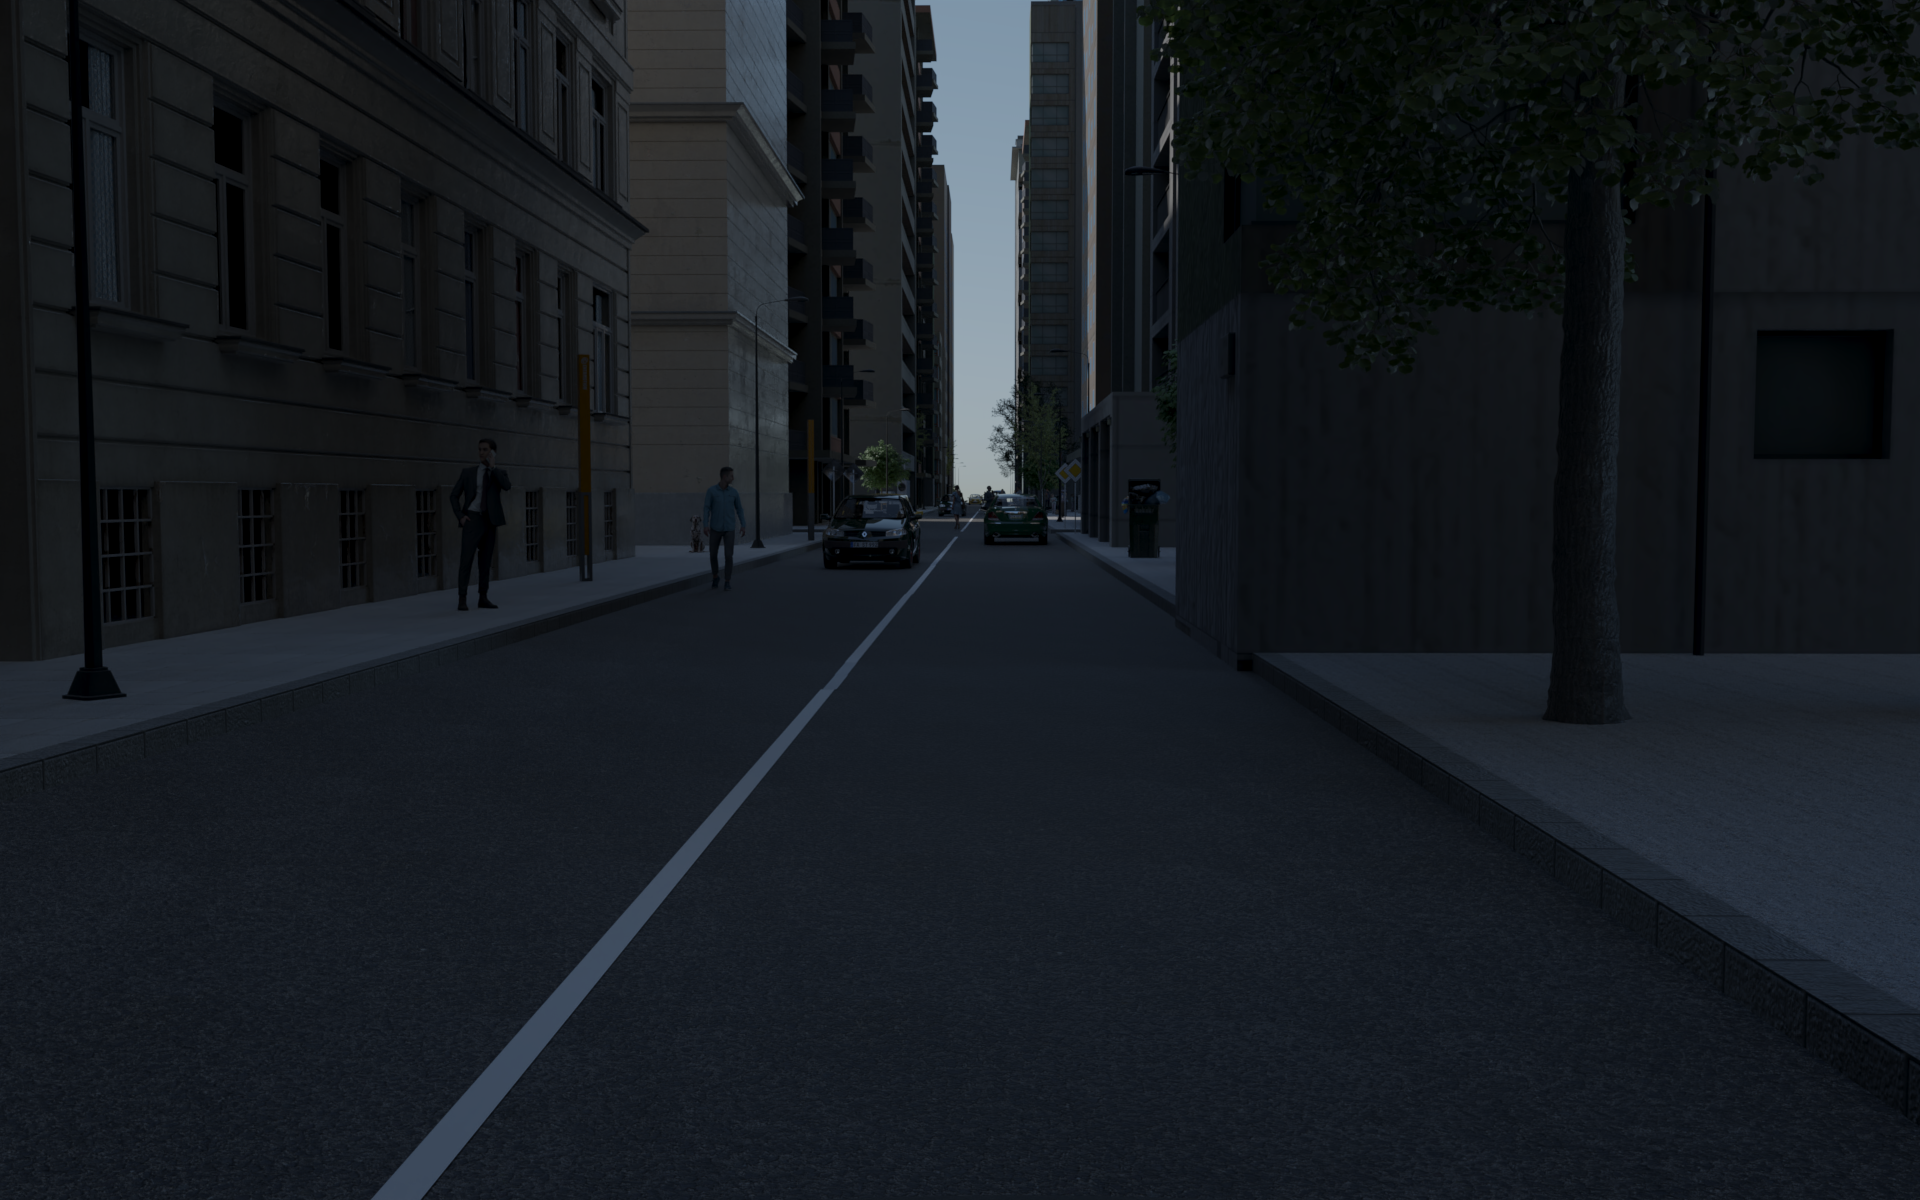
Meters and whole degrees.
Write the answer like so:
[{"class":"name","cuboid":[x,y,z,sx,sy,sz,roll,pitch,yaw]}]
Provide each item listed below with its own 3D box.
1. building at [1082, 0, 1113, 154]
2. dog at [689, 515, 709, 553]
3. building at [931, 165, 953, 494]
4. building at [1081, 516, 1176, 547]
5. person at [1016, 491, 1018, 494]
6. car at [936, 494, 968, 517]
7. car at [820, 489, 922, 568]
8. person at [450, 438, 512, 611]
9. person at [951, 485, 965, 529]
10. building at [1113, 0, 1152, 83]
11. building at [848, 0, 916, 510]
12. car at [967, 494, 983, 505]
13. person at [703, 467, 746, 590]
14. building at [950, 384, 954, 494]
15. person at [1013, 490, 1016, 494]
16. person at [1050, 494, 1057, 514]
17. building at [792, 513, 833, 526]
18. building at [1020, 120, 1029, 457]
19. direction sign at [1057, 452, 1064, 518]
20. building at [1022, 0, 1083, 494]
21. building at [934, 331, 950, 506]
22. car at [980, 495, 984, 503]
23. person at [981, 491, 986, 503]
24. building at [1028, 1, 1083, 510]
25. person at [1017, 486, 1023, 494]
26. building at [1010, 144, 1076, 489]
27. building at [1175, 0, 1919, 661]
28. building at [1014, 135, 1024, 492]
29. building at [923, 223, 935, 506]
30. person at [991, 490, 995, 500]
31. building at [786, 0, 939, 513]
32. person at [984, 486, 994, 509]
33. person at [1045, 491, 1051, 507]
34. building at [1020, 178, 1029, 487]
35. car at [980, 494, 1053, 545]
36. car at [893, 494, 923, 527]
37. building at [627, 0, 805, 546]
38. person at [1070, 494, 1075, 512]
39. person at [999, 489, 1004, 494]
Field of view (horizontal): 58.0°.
[{"class":"building","cuboid":[13.977,-27.199,94.820,14.600,45.320,14.200,0,4,1]},{"class":"dog","cuboid":[-5.689,-1.453,38.136,0.513,0.831,0.800,3,4,39]},{"class":"building","cuboid":[-8.753,-35.449,229.703,14.600,45.320,14.200,0,4,1]},{"class":"building","cuboid":[13.929,-37.035,43.768,20.563,71.187,20.611,0,4,1]},{"class":"person","cuboid":[7.514,-13.445,225.853,0.705,1.826,1.348,1,4,10]},{"class":"car","cuboid":[-0.482,-6.193,111.044,2.009,1.686,4.222,0,4,2]},{"class":"car","cuboid":[-1.729,-1.519,34.615,2.009,1.686,4.222,0,4,2]},{"class":"person","cuboid":[-5.325,-0.850,19.307,0.648,1.900,0.474,-2,4,-33]},{"class":"person","cuboid":[-0.068,-3.807,70.843,0.616,1.811,0.778,-1,4,-18]},{"class":"building","cuboid":[19.146,-25.574,72.754,28.867,44.769,22.147,0,4,1]},{"class":"building","cuboid":[-14.262,-30.523,122.759,21.300,48.544,21.600,0,4,1]},{"class":"car","cuboid":[1.976,-13.251,226.871,2.015,1.641,3.980,0,4,0]},{"class":"person","cuboid":[-3.533,-1.078,25.994,0.638,1.841,0.748,0,4,-6]},{"class":"building","cuboid":[-15.121,-25.809,267.014,27.650,21.520,28.899,0,4,1]},{"class":"person","cuboid":[6.886,-12.648,213.364,0.750,1.759,0.617,1,4,10]},{"class":"person","cuboid":[5.949,-6.079,109.716,0.425,1.301,0.394,0,4,-6]},{"class":"building","cuboid":[-15.528,-26.101,81.379,22.147,44.769,28.867,0,4,1]},{"class":"building","cuboid":[18.176,-33.371,200.240,22.147,44.769,28.867,0,4,1]},{"class":"direction sign","cuboid":[5.439,-6.205,93.454,0.379,3.537,0.876,1,4,9]},{"class":"building","cuboid":[17.578,-52.381,169.093,22.319,86.520,31.000,0,4,1]},{"class":"building","cuboid":[-15.687,-21.623,198.577,27.650,21.520,28.899,0,4,1]},{"class":"car","cuboid":[3.043,-16.682,285.333,1.945,1.354,3.894,0,4,0]},{"class":"person","cuboid":[3.758,-15.619,263.832,1.348,1.831,0.705,-3,4,-37]},{"class":"building","cuboid":[12.864,-28.396,147.875,14.154,41.232,14.086,0,4,1]},{"class":"person","cuboid":[3.038,-4.735,85.765,0.795,1.843,0.661,1,4,15]},{"class":"building","cuboid":[21.851,-40.729,255.158,28.713,52.752,27.495,0,4,1]},{"class":"building","cuboid":[9.389,-15.173,19.780,14.160,30.474,14.107,0,4,1]},{"class":"building","cuboid":[19.443,-45.342,283.337,21.231,58.520,28.212,0,4,1]},{"class":"building","cuboid":[-9.845,-24.743,176.248,14.160,30.474,14.107,0,4,1]},{"class":"person","cuboid":[3.083,-9.648,166.246,0.705,1.824,1.348,-2,4,-30]},{"class":"building","cuboid":[-13.216,-30.569,154.425,22.147,44.769,28.867,0,4,1]},{"class":"person","cuboid":[1.356,-4.097,75.667,0.590,1.801,0.661,2,4,35]},{"class":"person","cuboid":[7.174,-8.205,140.719,0.617,1.759,0.750,-1,4,-17]},{"class":"building","cuboid":[15.406,-35.754,234.695,14.600,45.320,14.200,0,4,1]},{"class":"car","cuboid":[1.634,-2.361,50.394,2.131,1.459,4.920,0,4,2]},{"class":"car","cuboid":[-1.919,-2.050,43.742,2.015,1.641,3.980,0,4,1]},{"class":"building","cuboid":[-16.634,-15.998,48.949,23.554,28.519,14.401,0,4,1]},{"class":"person","cuboid":[8.192,-7.050,125.584,0.394,1.301,0.425,0,4,-5]},{"class":"person","cuboid":[2.720,-6.442,114.168,0.599,1.781,0.374,-1,4,-15]}]
